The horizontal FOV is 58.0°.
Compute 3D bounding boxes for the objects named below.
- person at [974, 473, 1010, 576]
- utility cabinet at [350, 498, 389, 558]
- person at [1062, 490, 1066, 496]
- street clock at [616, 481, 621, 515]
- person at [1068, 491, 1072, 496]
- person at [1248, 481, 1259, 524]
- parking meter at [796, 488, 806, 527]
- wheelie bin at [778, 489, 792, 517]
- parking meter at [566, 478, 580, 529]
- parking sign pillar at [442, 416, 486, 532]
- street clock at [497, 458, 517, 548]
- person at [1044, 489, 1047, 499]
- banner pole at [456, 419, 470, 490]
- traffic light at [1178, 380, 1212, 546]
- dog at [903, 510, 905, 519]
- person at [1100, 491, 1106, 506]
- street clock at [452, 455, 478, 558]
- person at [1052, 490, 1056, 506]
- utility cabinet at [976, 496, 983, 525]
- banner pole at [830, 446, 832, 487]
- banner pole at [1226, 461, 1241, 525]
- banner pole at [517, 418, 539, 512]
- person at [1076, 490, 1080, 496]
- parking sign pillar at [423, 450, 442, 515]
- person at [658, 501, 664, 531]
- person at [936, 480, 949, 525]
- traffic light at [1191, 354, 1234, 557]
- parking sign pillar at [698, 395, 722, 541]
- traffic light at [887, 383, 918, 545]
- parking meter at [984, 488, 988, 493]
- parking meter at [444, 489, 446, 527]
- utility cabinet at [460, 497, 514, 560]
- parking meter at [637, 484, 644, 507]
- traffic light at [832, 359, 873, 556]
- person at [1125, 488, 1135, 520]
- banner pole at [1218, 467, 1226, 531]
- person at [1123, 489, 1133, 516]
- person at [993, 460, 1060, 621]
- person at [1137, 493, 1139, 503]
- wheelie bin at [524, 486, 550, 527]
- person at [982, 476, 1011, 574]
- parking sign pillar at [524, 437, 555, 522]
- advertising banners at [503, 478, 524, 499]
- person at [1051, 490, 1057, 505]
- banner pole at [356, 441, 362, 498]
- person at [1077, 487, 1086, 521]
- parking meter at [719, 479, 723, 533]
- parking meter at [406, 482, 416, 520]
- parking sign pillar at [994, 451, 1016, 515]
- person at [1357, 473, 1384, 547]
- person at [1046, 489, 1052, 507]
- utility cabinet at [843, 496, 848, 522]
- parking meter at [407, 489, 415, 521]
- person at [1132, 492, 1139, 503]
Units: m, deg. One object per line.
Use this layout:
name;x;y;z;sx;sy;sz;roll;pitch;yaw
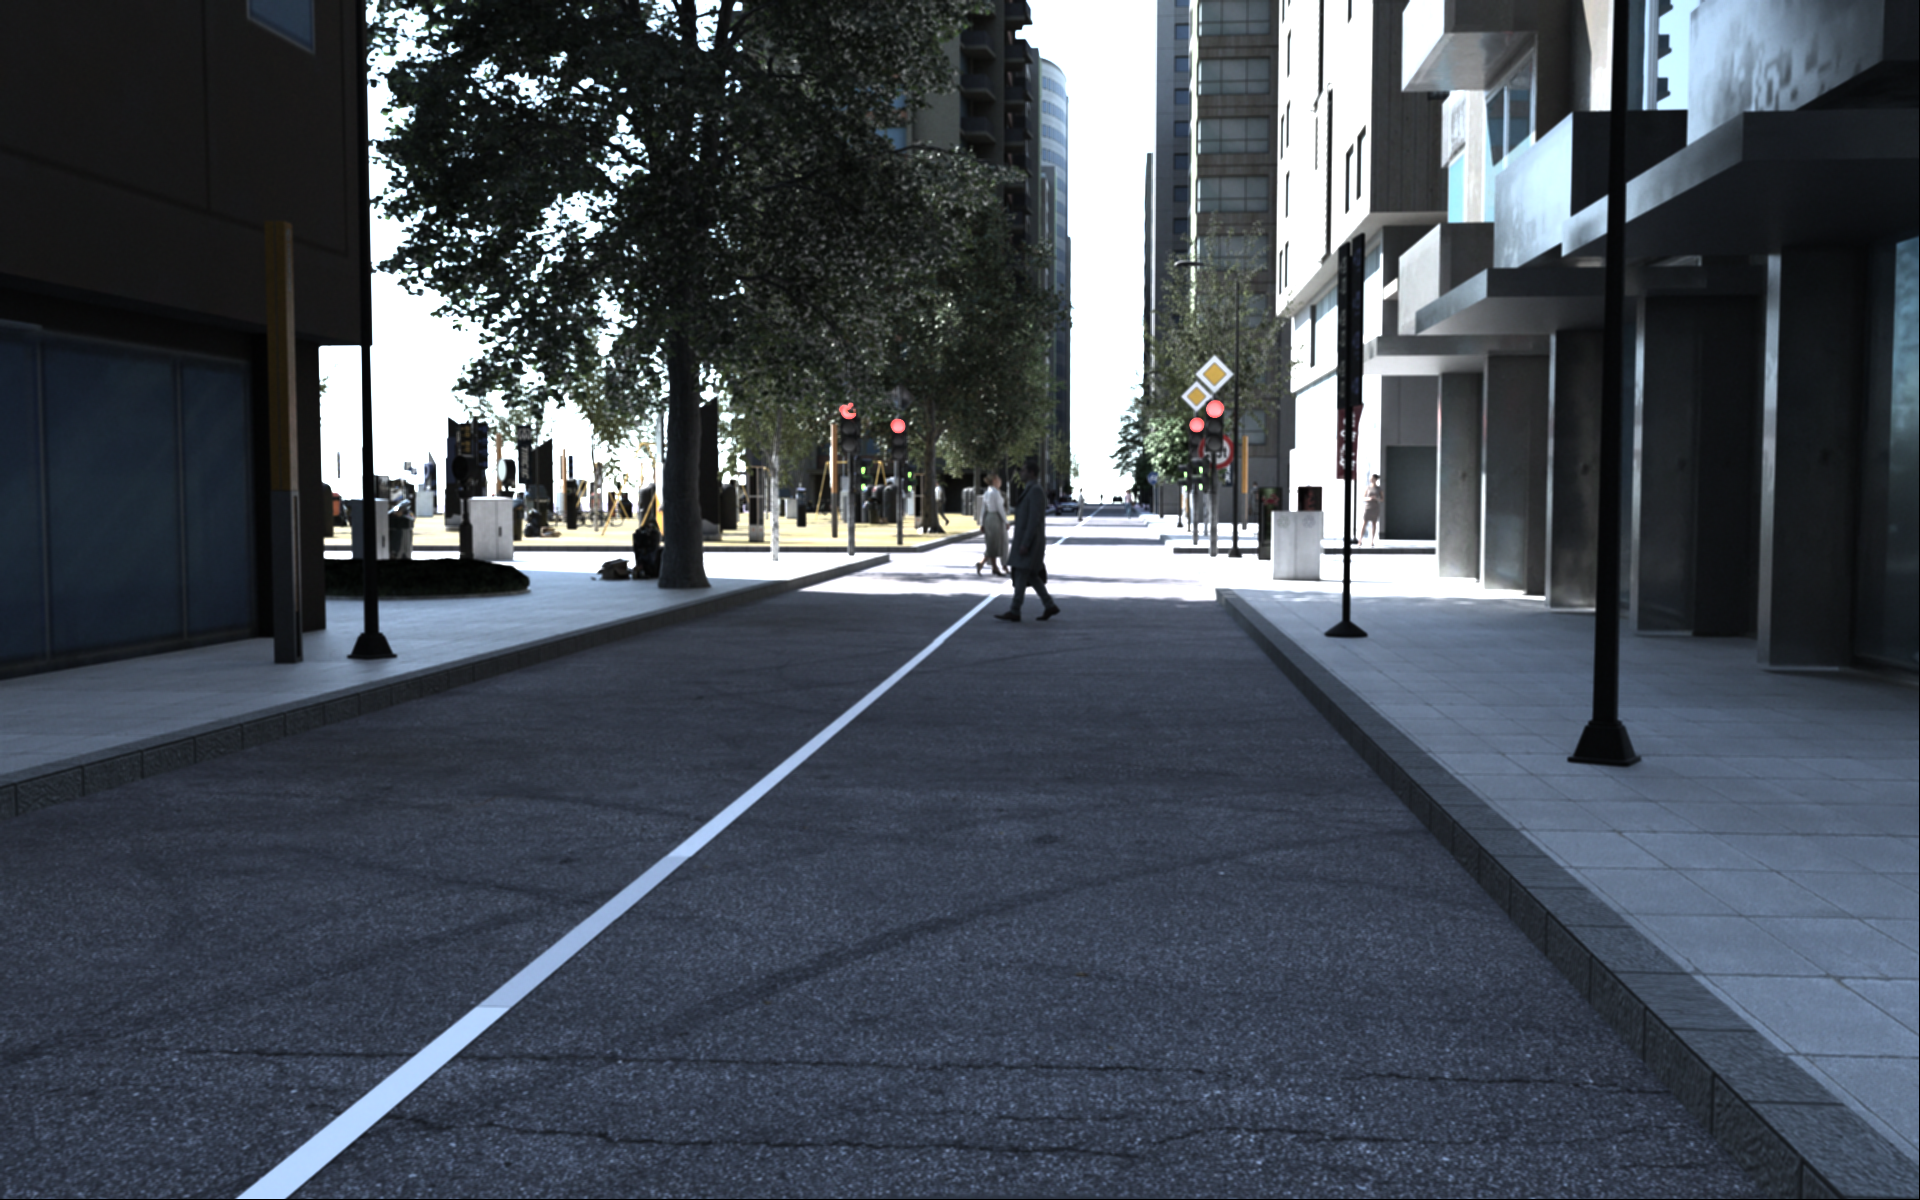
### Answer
person;0.532;-1.313;30.187;0.641;1.798;0.478;-1;4;-22
utility cabinet;-8.984;-0.933;26.421;0.306;1.237;1.020;0;4;-3
person;12.285;-12.157;205.521;0.721;1.736;1.217;-1;4;-19
street clock;-18.990;-5.620;96.453;0.358;2.002;0.471;-1;4;-21
person;13.454;-12.450;211.068;0.415;1.643;0.593;3;5;42
person;12.830;-4.224;75.075;0.622;1.834;0.822;0;4;3
parking meter;-6.209;-3.630;67.765;0.372;1.533;0.369;0;3;0
wheelie bin;-10.082;-5.568;98.952;0.980;1.594;0.693;-1;4;-21
parking meter;-14.087;-3.493;62.817;0.255;1.863;0.399;1;4;10
parking sign pillar;-17.365;-4.473;61.607;1.447;3.967;1.447;-3;5;-40
street clock;-9.151;-1.862;35.010;0.358;2.002;0.471;-3;4;-38
person;8.123;-9.857;167.646;0.568;1.767;0.683;0;4;-1
banner pole;-16.566;-4.149;57.853;0.401;3.779;0.863;1;4;21
traffic light;5.833;-3.304;42.948;0.839;4.253;0.868;0;4;5
dog;-2.920;-4.368;88.240;0.406;0.507;0.540;-3;5;-43
person;17.577;-12.467;212.865;0.750;1.759;0.617;-1;4;-17
street clock;-9.138;-1.678;32.006;0.471;2.002;0.358;3;4;36
person;9.656;-10.543;179.250;0.721;1.723;1.217;-1;4;-12
utility cabinet;0.992;-3.679;71.318;0.306;1.237;1.020;1;4;22
banner pole;-5.844;-5.445;79.046;0.401;3.779;0.863;-1;4;-15
banner pole;11.312;-5.028;72.224;0.863;3.779;0.401;2;4;30
banner pole;-13.687;-3.984;55.159;0.863;3.779;0.401;0;4;-4
person;18.745;-16.275;271.770;1.348;1.869;0.705;2;4;35
parking sign pillar;-32.253;-7.158;105.503;1.447;3.967;1.447;-2;4;-35
person;-5.521;-1.595;32.393;0.573;1.790;0.520;-2;4;-35
person;-0.846;-3.925;70.311;0.850;1.850;0.679;1;4;11
traffic light;5.108;-2.818;34.995;0.839;4.253;0.868;0;4;5
parking sign pillar;-7.247;-3.602;47.369;1.447;3.967;1.447;0;4;-3
traffic light;-1.500;-3.344;43.597;0.839;4.253;0.868;0;4;5
parking meter;1.257;-4.162;76.463;0.372;1.533;0.369;0;3;0
parking meter;-19.963;-3.625;67.672;0.372;1.533;0.369;0;3;0
utility cabinet;-9.144;-1.368;33.535;0.306;1.237;1.020;3;4;39
parking meter;-17.994;-5.632;97.792;0.399;1.863;0.255;-2;4;-33
traffic light;-2.224;-2.858;35.645;0.839;4.253;0.868;0;4;5
person;9.520;-5.406;97.480;0.593;1.750;0.643;2;4;35
banner pole;8.750;-4.319;60.639;0.863;3.779;0.401;0;4;3
person;11.089;-6.399;113.791;0.598;1.740;0.731;2;4;25
person;0.757;-0.670;19.551;0.767;1.812;0.694;0;3;0
person;26.534;-15.202;257.854;1.065;1.426;0.557;-2;4;-34
wheelie bin;-15.756;-3.454;64.379;0.693;1.594;0.980;3;5;45
person;0.667;-1.353;31.177;0.519;1.759;0.362;-1;4;-14
parking sign pillar;-19.706;-5.662;81.054;1.447;3.967;1.447;-2;4;-24
advertising banners;-24.578;-6.036;94.874;0.090;3.025;2.074;-3;5;-42
person;10.803;-12.029;203.430;1.217;1.735;0.721;-1;4;-9
banner pole;-28.021;-5.585;81.337;0.863;3.779;0.401;0;4;-1
person;6.483;-5.075;91.681;0.583;1.804;0.606;-1;4;-22
parking meter;-8.011;-3.142;57.087;0.255;1.863;0.399;-3;4;-36
parking meter;-27.564;-4.972;87.005;0.399;1.863;0.255;1;4;11
parking sign pillar;2.778;-7.294;107.736;1.447;3.967;1.447;1;4;15
person;9.947;-2.175;41.939;0.599;1.781;0.374;1;4;17
person;8.566;-9.787;166.504;0.568;1.767;0.683;-1;4;-14
utility cabinet;-5.106;-4.140;78.845;0.306;1.237;1.020;0;4;5
parking meter;-25.882;-4.478;81.628;0.372;1.533;0.369;0;3;0
person;24.238;-14.252;239.159;1.348;1.812;0.705;3;5;43
